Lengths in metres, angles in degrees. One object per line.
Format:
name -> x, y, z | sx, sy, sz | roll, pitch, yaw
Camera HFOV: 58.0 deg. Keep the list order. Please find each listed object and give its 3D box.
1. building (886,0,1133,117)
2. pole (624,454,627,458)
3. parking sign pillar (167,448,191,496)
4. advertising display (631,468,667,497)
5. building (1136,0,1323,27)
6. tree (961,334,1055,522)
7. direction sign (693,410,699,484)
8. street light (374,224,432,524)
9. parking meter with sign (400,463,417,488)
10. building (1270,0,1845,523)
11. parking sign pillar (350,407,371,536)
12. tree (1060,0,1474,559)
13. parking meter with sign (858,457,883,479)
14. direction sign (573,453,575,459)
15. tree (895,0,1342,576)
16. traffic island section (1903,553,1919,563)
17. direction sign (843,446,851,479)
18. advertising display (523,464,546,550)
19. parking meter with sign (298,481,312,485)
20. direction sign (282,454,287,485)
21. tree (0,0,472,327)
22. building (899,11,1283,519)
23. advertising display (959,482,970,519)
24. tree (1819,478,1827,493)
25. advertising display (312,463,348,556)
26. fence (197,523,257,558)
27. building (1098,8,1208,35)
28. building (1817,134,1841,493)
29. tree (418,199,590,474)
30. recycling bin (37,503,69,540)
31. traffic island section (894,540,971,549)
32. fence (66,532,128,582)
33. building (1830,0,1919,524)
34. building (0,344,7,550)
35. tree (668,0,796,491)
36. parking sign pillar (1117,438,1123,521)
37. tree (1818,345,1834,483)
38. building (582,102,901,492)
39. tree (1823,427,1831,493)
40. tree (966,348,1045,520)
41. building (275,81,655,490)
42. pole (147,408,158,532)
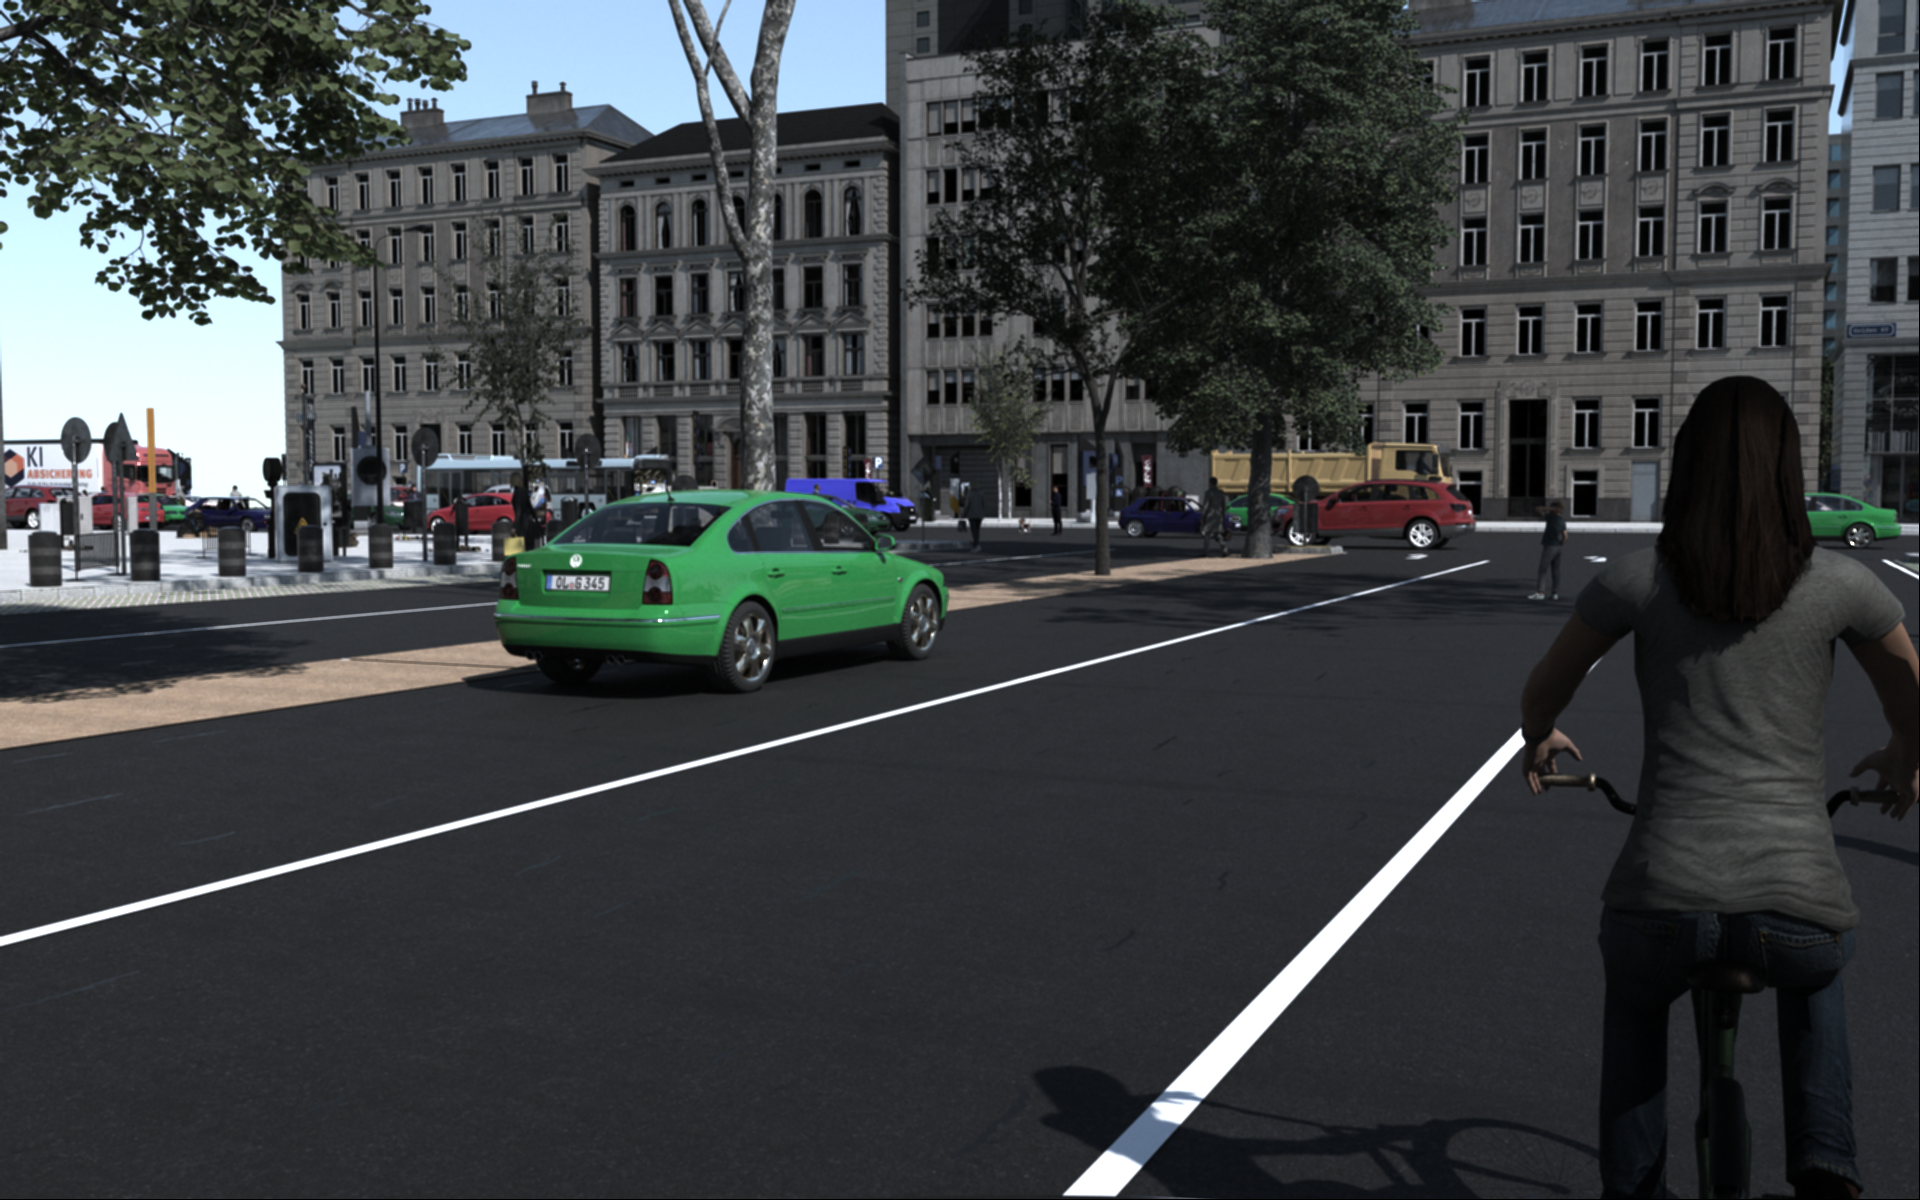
building -> 5.643, -45.988, 190.158 | 20.611, 71.187, 20.563 | 2, 4, 24
pole -> -17.195, -5.835, 89.252 | 0.158, 3.312, 0.155 | 0, 3, 0
parking sign pillar -> -46.153, -6.957, 102.215 | 1.447, 3.967, 1.447 | 0, 4, 5
advertising display -> -7.734, -2.318, 43.116 | 0.974, 1.923, 0.123 | -3, 5, -42
building -> 25.184, -44.378, 163.837 | 20.563, 71.187, 20.611 | 2, 4, 24
tree -> 2.017, -7.882, 79.240 | 4.360, 8.622, 3.978 | 0, 3, 0
direction sign -> -7.187, -3.378, 47.234 | 0.379, 3.537, 0.876 | 0, 3, 0
street light -> -9.734, -3.527, 30.202 | 1.470, 5.913, 1.316 | 2, 4, 24
parking meter with sign -> -31.084, -6.278, 98.906 | 0.543, 3.016, 1.738 | 2, 4, 34
building -> 28.451, -17.552, 84.245 | 25.104, 27.353, 12.463 | 2, 4, 24
parking sign pillar -> -18.699, -4.015, 54.119 | 1.447, 3.967, 1.447 | -1, 4, -14
tree -> 6.639, -7.893, 38.170 | 9.857, 13.997, 8.962 | 0, 3, 0
parking meter with sign -> -4.425, -5.240, 81.930 | 0.543, 3.016, 1.738 | -3, 5, -44
direction sign -> -21.147, -6.269, 94.500 | 0.379, 3.537, 0.876 | 2, 4, 24
tree -> 2.670, -5.718, 30.365 | 8.767, 10.594, 7.601 | 2, 4, 24
traffic island section -> 20.880, -0.847, 36.125 | 2.009, 0.180, 2.903 | 2, 4, 24
direction sign -> -5.388, -5.546, 82.674 | 0.379, 3.537, 0.876 | 1, 4, 20
advertising display -> -9.356, -2.013, 38.120 | 0.123, 1.923, 0.974 | 1, 4, 9
parking meter with sign -> -39.521, -6.616, 104.428 | 0.543, 3.016, 1.738 | 2, 4, 29
direction sign -> -38.029, -6.453, 97.499 | 0.379, 3.537, 0.876 | 0, 4, -8
tree -> -6.229, -5.476, 10.112 | 7.486, 12.596, 7.792 | 0, 3, 0
building -> 8.318, -16.906, 94.441 | 19.932, 24.808, 12.078 | 2, 4, 24
advertising display -> 0.321, -5.235, 90.805 | 0.123, 1.923, 0.974 | 3, 5, 42
tree -> 88.281, -11.096, 176.026 | 1.663, 3.219, 1.824 | 0, 3, 0
advertising display -> -13.056, -1.877, 35.898 | 0.974, 1.923, 0.123 | 2, 4, 32
fence -> -15.068, -1.238, 35.610 | 0.278, 0.683, 2.069 | 0, 4, 3
building -> 19.773, -28.376, 147.548 | 14.154, 41.232, 14.086 | 2, 4, 24
building -> 107.587, -37.383, 230.819 | 30.456, 49.044, 23.786 | 2, 4, 24
tree -> -10.956, -5.656, 42.831 | 4.360, 8.622, 3.978 | 0, 3, 0
recycling bin -> -25.430, -2.203, 48.580 | 0.722, 1.027, 0.722 | -2, 4, -32
traffic island section -> -1.000, -1.455, 46.069 | 2.009, 0.180, 2.903 | 2, 4, 24
fence -> -13.158, -0.675, 26.417 | 0.278, 0.683, 2.069 | -1, 4, -10
building -> 53.784, -18.074, 73.008 | 29.804, 29.767, 11.434 | 2, 4, 24
building -> -33.597, -13.455, 38.013 | 19.932, 24.808, 12.078 | 2, 4, 24
tree -> -2.988, -9.881, 19.895 | 12.611, 20.169, 13.585 | 0, 3, 0
parking sign pillar -> 7.410, -5.731, 82.172 | 1.447, 3.967, 1.447 | 0, 4, -7
tree -> 66.014, -13.003, 129.605 | 9.611, 12.733, 9.660 | 0, 3, 0
building -> -10.569, -16.693, 101.814 | 19.941, 23.489, 11.050 | 2, 4, 24
tree -> 79.834, -14.486, 158.897 | 6.751, 12.117, 7.091 | 0, 3, 0
tree -> 2.416, -8.317, 86.344 | 4.737, 8.622, 4.395 | 0, 3, 0
building -> -30.567, -19.257, 112.109 | 25.104, 27.353, 12.463 | 2, 4, 24
pole -> -19.173, -2.891, 41.109 | 0.158, 3.312, 0.155 | 0, 3, 0
